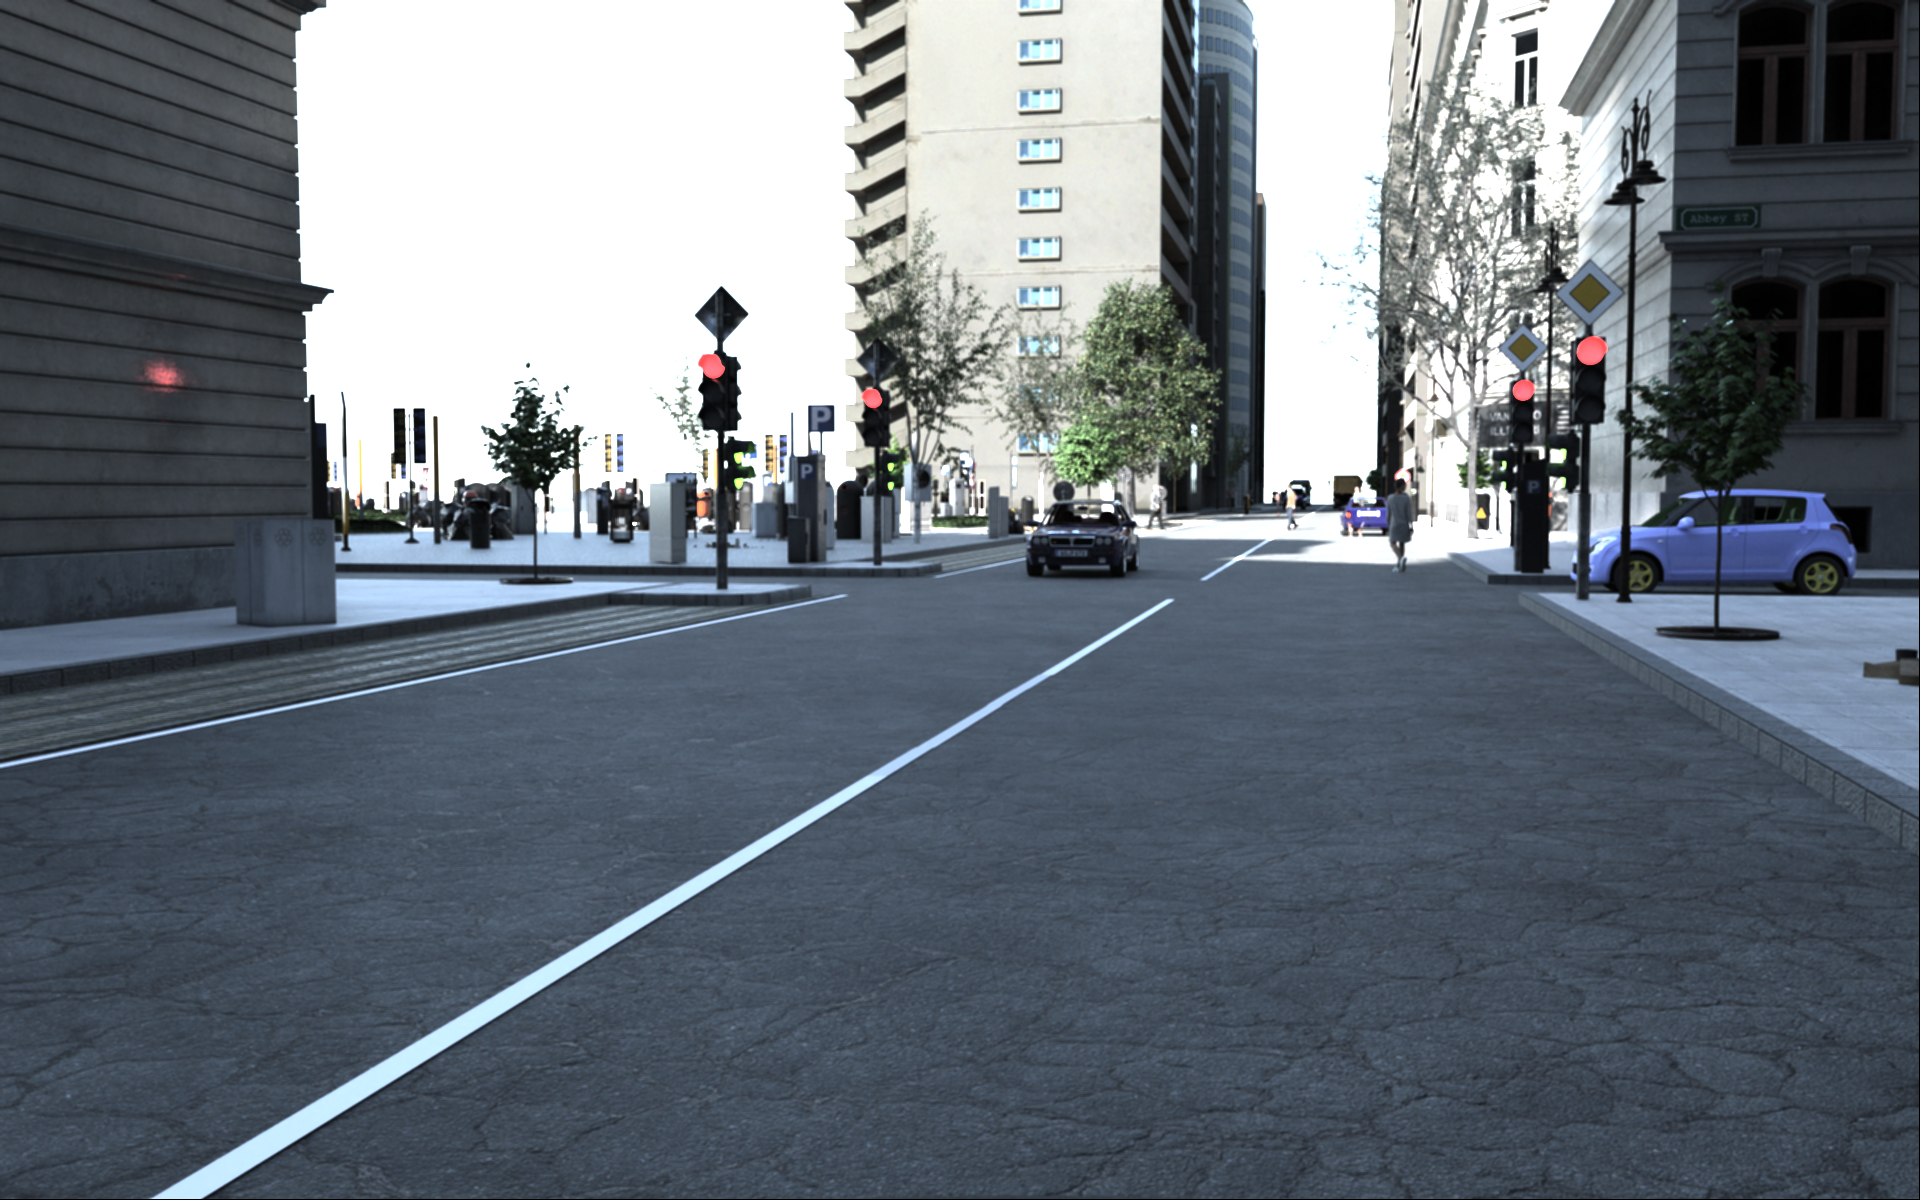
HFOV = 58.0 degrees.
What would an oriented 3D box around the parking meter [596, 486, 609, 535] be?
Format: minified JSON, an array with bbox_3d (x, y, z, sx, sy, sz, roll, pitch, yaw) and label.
[{"bbox_3d":[-11.365,-2.854,55.069,0.372,1.533,0.369,0,3,0],"label":"parking meter"}]

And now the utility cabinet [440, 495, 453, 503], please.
[{"bbox_3d":[-22.690,-4.007,76.676,1.020,1.237,0.306,2,4,29],"label":"utility cabinet"}]

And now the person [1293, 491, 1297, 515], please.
[{"bbox_3d":[22.590,-6.587,117.670,0.593,1.643,0.415,0,4,-6],"label":"person"}]

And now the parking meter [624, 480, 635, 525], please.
[{"bbox_3d":[-13.749,-4.061,72.115,0.399,1.863,0.255,0,4,-4],"label":"parking meter"}]

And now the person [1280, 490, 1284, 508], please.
[{"bbox_3d":[32.515,-10.159,174.601,1.348,1.824,0.705,1,4,18],"label":"person"}]

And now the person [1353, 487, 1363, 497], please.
[{"bbox_3d":[19.669,-4.709,85.889,0.834,1.777,0.661,-3,5,-42],"label":"person"}]

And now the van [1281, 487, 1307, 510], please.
[{"bbox_3d":[30.956,-9.530,160.203,2.240,2.365,5.245,1,4,14],"label":"van"}]

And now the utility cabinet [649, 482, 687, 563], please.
[{"bbox_3d":[-5.441,-1.443,32.268,0.318,1.500,1.173,-2,4,-30],"label":"utility cabinet"}]

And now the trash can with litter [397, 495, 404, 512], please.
[{"bbox_3d":[-29.306,-4.822,89.905,1.678,1.210,2.233,1,4,11],"label":"trash can with litter"}]

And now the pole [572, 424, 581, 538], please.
[{"bbox_3d":[-11.129,-3.452,50.287,0.158,3.312,0.155,0,3,0],"label":"pole"}]

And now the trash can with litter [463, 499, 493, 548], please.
[{"bbox_3d":[-11.412,-1.814,41.043,0.624,1.170,1.055,-1,4,-11],"label":"trash can with litter"}]

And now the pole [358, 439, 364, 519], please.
[{"bbox_3d":[-22.101,-4.284,63.889,0.158,3.312,0.155,0,3,0],"label":"pole"}]

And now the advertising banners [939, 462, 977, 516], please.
[{"bbox_3d":[-0.112,-6.094,95.828,2.074,3.025,0.090,0,4,-7],"label":"advertising banners"}]

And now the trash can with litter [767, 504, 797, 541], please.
[{"bbox_3d":[-4.379,-2.221,47.369,1.678,1.210,2.233,-3,4,-37],"label":"trash can with litter"}]

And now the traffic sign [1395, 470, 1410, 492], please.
[{"bbox_3d":[23.080,-5.517,90.306,0.768,2.556,0.104,1,4,22],"label":"traffic sign"}]

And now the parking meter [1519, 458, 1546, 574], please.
[{"bbox_3d":[9.265,-1.367,28.066,0.399,1.863,0.255,1,4,16],"label":"parking meter"}]

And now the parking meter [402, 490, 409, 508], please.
[{"bbox_3d":[-33.876,-5.959,105.845,0.372,1.533,0.369,0,3,0],"label":"parking meter"}]

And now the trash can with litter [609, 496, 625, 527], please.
[{"bbox_3d":[-13.688,-3.467,67.737,1.678,1.210,2.233,0,4,5],"label":"trash can with litter"}]

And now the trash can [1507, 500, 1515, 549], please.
[{"bbox_3d":[13.112,-1.751,40.283,0.748,1.137,0.748,0,3,0],"label":"trash can"}]

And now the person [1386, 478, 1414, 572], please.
[{"bbox_3d":[8.070,-1.372,31.686,0.466,1.731,0.760,0,4,-7],"label":"person"}]

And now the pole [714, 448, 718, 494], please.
[{"bbox_3d":[-10.756,-5.054,76.482,0.158,3.312,0.155,0,3,0],"label":"pole"}]

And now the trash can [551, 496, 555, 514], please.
[{"bbox_3d":[-26.054,-6.001,109.777,0.748,1.137,0.748,0,3,0],"label":"trash can"}]

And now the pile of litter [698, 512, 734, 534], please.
[{"bbox_3d":[-7.996,-2.593,56.354,1.176,0.858,1.719,2,4,30],"label":"pile of litter"}]

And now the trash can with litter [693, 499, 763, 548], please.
[{"bbox_3d":[-5.634,-1.898,42.086,1.678,1.210,2.233,0,4,-7],"label":"trash can with litter"}]

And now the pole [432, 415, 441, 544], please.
[{"bbox_3d":[-13.562,-3.120,44.853,0.158,3.312,0.155,0,3,0],"label":"pole"}]

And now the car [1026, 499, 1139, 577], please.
[{"bbox_3d":[2.256,-1.148,31.346,1.945,1.354,3.894,1,4,11],"label":"car"}]

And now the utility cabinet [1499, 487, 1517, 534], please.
[{"bbox_3d":[17.409,-2.778,54.093,0.318,1.500,1.173,-2,4,-34],"label":"utility cabinet"}]

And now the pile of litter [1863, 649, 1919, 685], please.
[{"bbox_3d":[6.869,0.144,11.613,1.176,0.858,1.719,0,4,-2],"label":"pile of litter"}]

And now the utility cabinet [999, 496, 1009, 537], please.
[{"bbox_3d":[1.189,-2.513,52.245,0.306,1.237,1.020,-1,4,-16],"label":"utility cabinet"}]

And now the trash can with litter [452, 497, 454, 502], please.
[{"bbox_3d":[-26.196,-4.941,91.840,1.678,1.210,2.233,-1,4,-13],"label":"trash can with litter"}]

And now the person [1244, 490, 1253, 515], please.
[{"bbox_3d":[20.044,-6.803,120.460,0.721,1.736,1.217,3,4,38],"label":"person"}]

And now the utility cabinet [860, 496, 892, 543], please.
[{"bbox_3d":[-2.202,-2.113,45.704,0.306,1.237,1.020,-3,5,-40],"label":"utility cabinet"}]

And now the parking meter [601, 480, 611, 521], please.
[{"bbox_3d":[-14.637,-4.027,71.552,0.399,1.863,0.255,3,4,37],"label":"parking meter"}]

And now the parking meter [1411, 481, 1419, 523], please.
[{"bbox_3d":[20.532,-4.434,78.203,0.255,1.863,0.399,2,4,34],"label":"parking meter"}]

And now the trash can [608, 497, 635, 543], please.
[{"bbox_3d":[-8.932,-2.082,45.698,0.748,1.137,0.748,0,3,0],"label":"trash can"}]

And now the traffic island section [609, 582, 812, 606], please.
[{"bbox_3d":[-3.239,-0.072,23.457,2.009,0.180,2.903,1,4,12],"label":"traffic island section"}]

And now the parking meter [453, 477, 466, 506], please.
[{"bbox_3d":[-17.491,-3.354,60.542,0.255,1.863,0.399,3,4,37],"label":"parking meter"}]

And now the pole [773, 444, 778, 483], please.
[{"bbox_3d":[-7.579,-4.730,71.175,0.158,3.312,0.155,0,3,0],"label":"pole"}]

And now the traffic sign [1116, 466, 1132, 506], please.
[{"bbox_3d":[7.505,-4.852,79.442,0.768,2.556,0.104,1,4,19],"label":"traffic sign"}]

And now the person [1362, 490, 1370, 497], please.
[{"bbox_3d":[29.828,-7.253,127.620,0.750,1.759,0.617,-1,4,-10],"label":"person"}]

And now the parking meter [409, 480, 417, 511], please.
[{"bbox_3d":[-23.062,-4.116,73.004,0.255,1.863,0.399,-2,4,-28],"label":"parking meter"}]

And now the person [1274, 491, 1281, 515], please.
[{"bbox_3d":[21.241,-6.480,115.922,0.415,1.643,0.593,-1,4,-15],"label":"person"}]

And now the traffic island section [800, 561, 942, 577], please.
[{"bbox_3d":[-1.507,-0.549,31.253,2.009,0.180,2.903,1,4,12],"label":"traffic island section"}]

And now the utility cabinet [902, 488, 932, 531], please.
[{"bbox_3d":[-1.450,-3.078,59.007,0.318,1.500,1.173,3,5,41],"label":"utility cabinet"}]

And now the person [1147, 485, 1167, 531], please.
[{"bbox_3d":[7.699,-3.584,67.497,0.834,1.777,0.661,1,4,15],"label":"person"}]

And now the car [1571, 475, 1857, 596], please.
[{"bbox_3d":[10.679,-0.923,24.682,3.694,1.707,1.945,1,4,12],"label":"car"}]

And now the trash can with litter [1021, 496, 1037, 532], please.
[{"bbox_3d":[1.945,-2.932,58.993,2.233,1.210,1.678,-3,5,-41],"label":"trash can with litter"}]

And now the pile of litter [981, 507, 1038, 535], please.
[{"bbox_3d":[1.362,-2.532,55.357,1.719,0.858,1.176,-2,4,-32],"label":"pile of litter"}]

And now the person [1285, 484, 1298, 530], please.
[{"bbox_3d":[13.276,-3.737,69.518,0.836,1.842,0.656,-3,5,-39],"label":"person"}]

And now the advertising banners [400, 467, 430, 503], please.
[{"bbox_3d":[-34.654,-6.964,110.050,2.074,3.025,0.090,-3,4,-39],"label":"advertising banners"}]

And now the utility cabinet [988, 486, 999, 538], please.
[{"bbox_3d":[0.965,-2.553,50.417,0.318,1.500,1.173,0,4,-1],"label":"utility cabinet"}]
